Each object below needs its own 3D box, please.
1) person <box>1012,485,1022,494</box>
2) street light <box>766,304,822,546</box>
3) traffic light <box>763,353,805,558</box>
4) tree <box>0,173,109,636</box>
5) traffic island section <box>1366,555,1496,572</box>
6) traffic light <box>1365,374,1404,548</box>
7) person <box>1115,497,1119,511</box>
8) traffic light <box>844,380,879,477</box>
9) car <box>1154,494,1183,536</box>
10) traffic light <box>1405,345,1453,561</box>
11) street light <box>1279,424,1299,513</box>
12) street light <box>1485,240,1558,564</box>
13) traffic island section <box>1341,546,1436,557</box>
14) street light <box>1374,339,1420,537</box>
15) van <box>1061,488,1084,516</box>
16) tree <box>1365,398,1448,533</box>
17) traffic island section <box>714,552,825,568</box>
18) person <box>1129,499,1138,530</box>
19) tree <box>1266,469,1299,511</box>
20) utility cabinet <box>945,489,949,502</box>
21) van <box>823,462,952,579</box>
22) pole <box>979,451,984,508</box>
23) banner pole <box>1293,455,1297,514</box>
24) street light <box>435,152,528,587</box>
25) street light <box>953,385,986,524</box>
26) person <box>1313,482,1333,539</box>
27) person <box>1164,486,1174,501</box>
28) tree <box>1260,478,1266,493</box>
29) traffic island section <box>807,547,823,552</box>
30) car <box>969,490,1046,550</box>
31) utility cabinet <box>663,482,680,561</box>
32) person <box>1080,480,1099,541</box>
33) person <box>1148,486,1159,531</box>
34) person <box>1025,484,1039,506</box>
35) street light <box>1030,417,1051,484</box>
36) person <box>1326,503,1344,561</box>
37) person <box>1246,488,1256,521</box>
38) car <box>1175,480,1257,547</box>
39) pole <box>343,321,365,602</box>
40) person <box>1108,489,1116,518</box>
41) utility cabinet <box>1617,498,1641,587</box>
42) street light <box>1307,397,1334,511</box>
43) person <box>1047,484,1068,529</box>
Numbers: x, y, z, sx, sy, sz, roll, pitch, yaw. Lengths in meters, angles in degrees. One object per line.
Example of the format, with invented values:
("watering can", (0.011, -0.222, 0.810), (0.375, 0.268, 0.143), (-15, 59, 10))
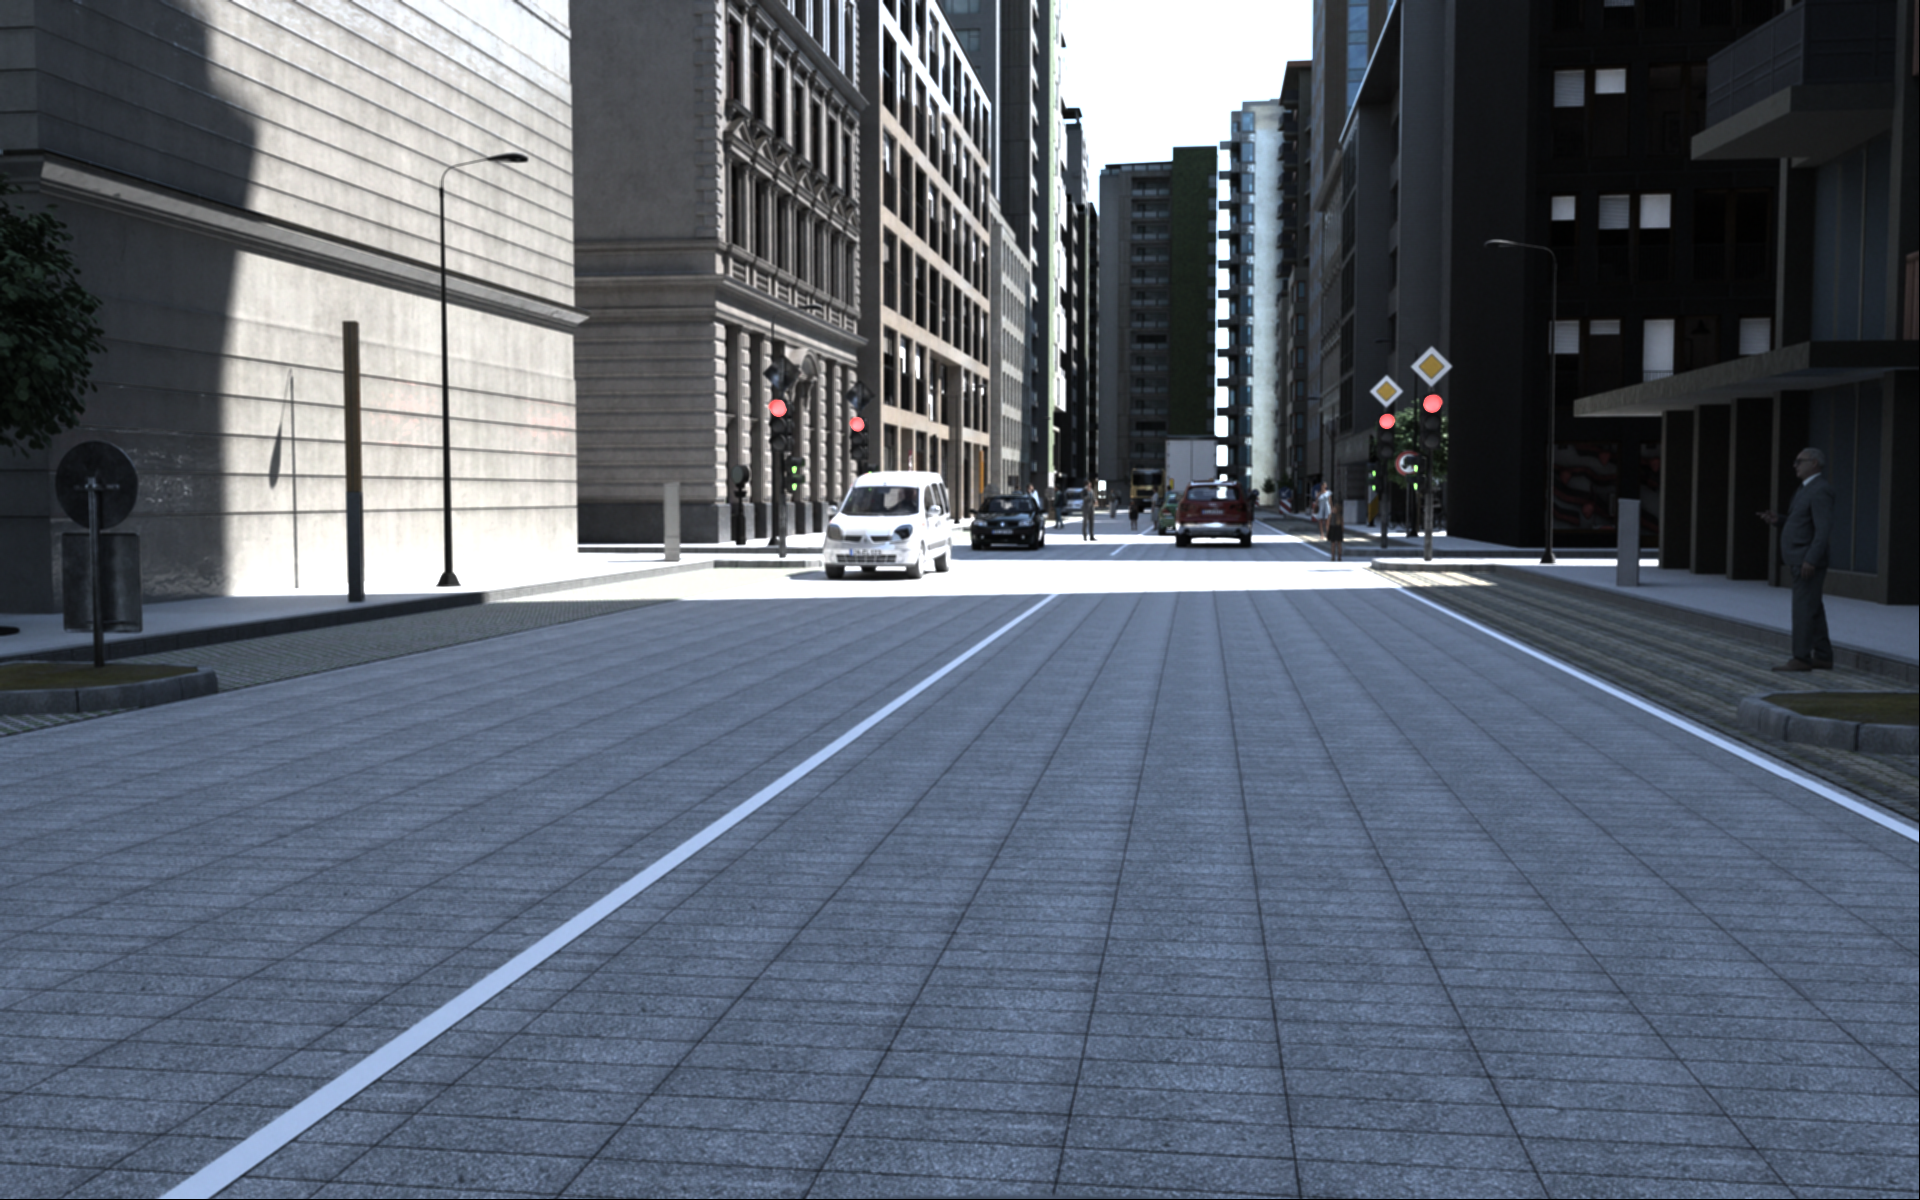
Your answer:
("person", (2.407, -3.969, 73.421), (0.581, 1.822, 0.654), (2, 4, 34))
("street light", (-4.069, -4.287, 42.637), (1.470, 5.913, 1.316), (0, 4, 8))
("traffic light", (-3.540, -2.795, 34.612), (0.839, 4.253, 0.868), (0, 4, 8))
("tree", (-9.412, -1.956, 15.699), (4.285, 4.588, 4.351), (0, 3, 0))
("traffic island section", (8.943, -0.657, 33.018), (2.009, 0.180, 2.903), (0, 4, 8))
("traffic light", (10.002, -3.174, 40.819), (0.839, 4.253, 0.868), (0, 4, 8))
("person", (10.467, -6.313, 116.393), (0.352, 1.250, 0.332), (-1, 4, -15))
("traffic light", (-2.443, -3.278, 42.522), (0.839, 4.253, 0.868), (0, 4, 8))
("car", (7.927, -3.023, 61.216), (2.131, 1.459, 4.920), (0, 4, 6))
("traffic light", (8.905, -2.690, 32.909), (0.839, 4.253, 0.868), (0, 4, 8))
("street light", (21.741, -8.681, 114.470), (1.470, 5.913, 1.316), (0, 4, 8))
("street light", (10.299, -3.624, 31.796), (1.470, 5.913, 1.316), (0, 4, 8))
("traffic island section", (10.040, -1.140, 40.927), (2.009, 0.180, 2.903), (0, 4, 8))
("street light", (13.093, -4.856, 51.944), (1.470, 5.913, 1.316), (0, 4, 8))
("van", (7.613, -6.569, 114.421), (2.013, 2.044, 4.112), (0, 4, 7))
("tree", (15.287, -4.544, 58.000), (4.285, 4.588, 4.351), (0, 3, 0))
("traffic island section", (-3.578, -0.763, 34.752), (2.009, 0.180, 2.903), (0, 4, 8))
("person", (6.844, -3.369, 68.249), (0.362, 1.253, 0.373), (1, 4, 10))
("tree", (24.701, -8.379, 131.606), (1.663, 3.219, 1.824), (0, 3, 0))
("utility cabinet", (-0.932, -3.687, 68.965), (0.318, 1.500, 1.173), (3, 4, 36))
("van", (-1.226, -1.439, 30.539), (2.013, 2.044, 4.112), (1, 4, 9))
("pole", (1.009, -5.378, 81.778), (0.158, 3.312, 0.155), (0, 3, 0))
("banner pole", (21.512, -7.414, 111.231), (0.401, 3.779, 0.863), (0, 4, -7))
("street light", (-6.559, -3.134, 23.777), (1.470, 5.913, 1.316), (0, 4, 8))
("street light", (0.406, -6.192, 73.782), (1.470, 5.913, 1.316), (0, 4, 8))
("person", (11.436, -2.813, 54.582), (0.616, 1.811, 0.778), (2, 4, 23))
("person", (9.693, -4.368, 79.940), (0.660, 1.820, 0.620), (-3, 5, -44))
("tree", (30.006, -10.664, 168.955), (1.663, 3.219, 1.824), (0, 3, 0))
("traffic island section", (-2.481, -1.247, 42.662), (2.009, 0.180, 2.903), (0, 4, 8))
("car", (1.288, -2.187, 45.542), (2.009, 1.686, 4.222), (0, 4, 6))
("utility cabinet", (-5.513, -1.493, 33.085), (0.318, 1.500, 1.173), (-1, 4, -9))
("person", (3.971, -2.715, 52.698), (0.655, 1.846, 0.447), (-3, 5, -42))
("person", (7.570, -3.597, 67.876), (0.524, 1.755, 0.480), (1, 4, 21))
("person", (2.479, -3.106, 59.551), (0.793, 1.790, 0.793), (1, 4, 15))
("street light", (4.805, -8.098, 104.938), (1.470, 5.913, 1.316), (0, 4, 8))
("person", (7.999, -1.453, 36.928), (0.362, 1.253, 0.373), (0, 4, 5))
("person", (15.484, -5.111, 92.468), (0.661, 1.777, 0.834), (0, 4, -7))
("car", (7.088, -2.413, 48.128), (2.281, 1.827, 5.304), (1, 4, 10))
("pole", (-7.201, -1.635, 20.570), (0.158, 3.312, 0.155), (0, 3, 0))
("person", (9.046, -5.723, 102.617), (0.519, 1.759, 0.362), (-3, 5, -42))
("utility cabinet", (9.459, -0.814, 24.469), (0.306, 1.237, 1.020), (1, 4, 22))
("street light", (17.336, -6.763, 83.122), (1.470, 5.913, 1.316), (0, 4, 8))
("person", (3.933, -3.761, 69.980), (0.713, 1.824, 0.794), (3, 5, 39))
